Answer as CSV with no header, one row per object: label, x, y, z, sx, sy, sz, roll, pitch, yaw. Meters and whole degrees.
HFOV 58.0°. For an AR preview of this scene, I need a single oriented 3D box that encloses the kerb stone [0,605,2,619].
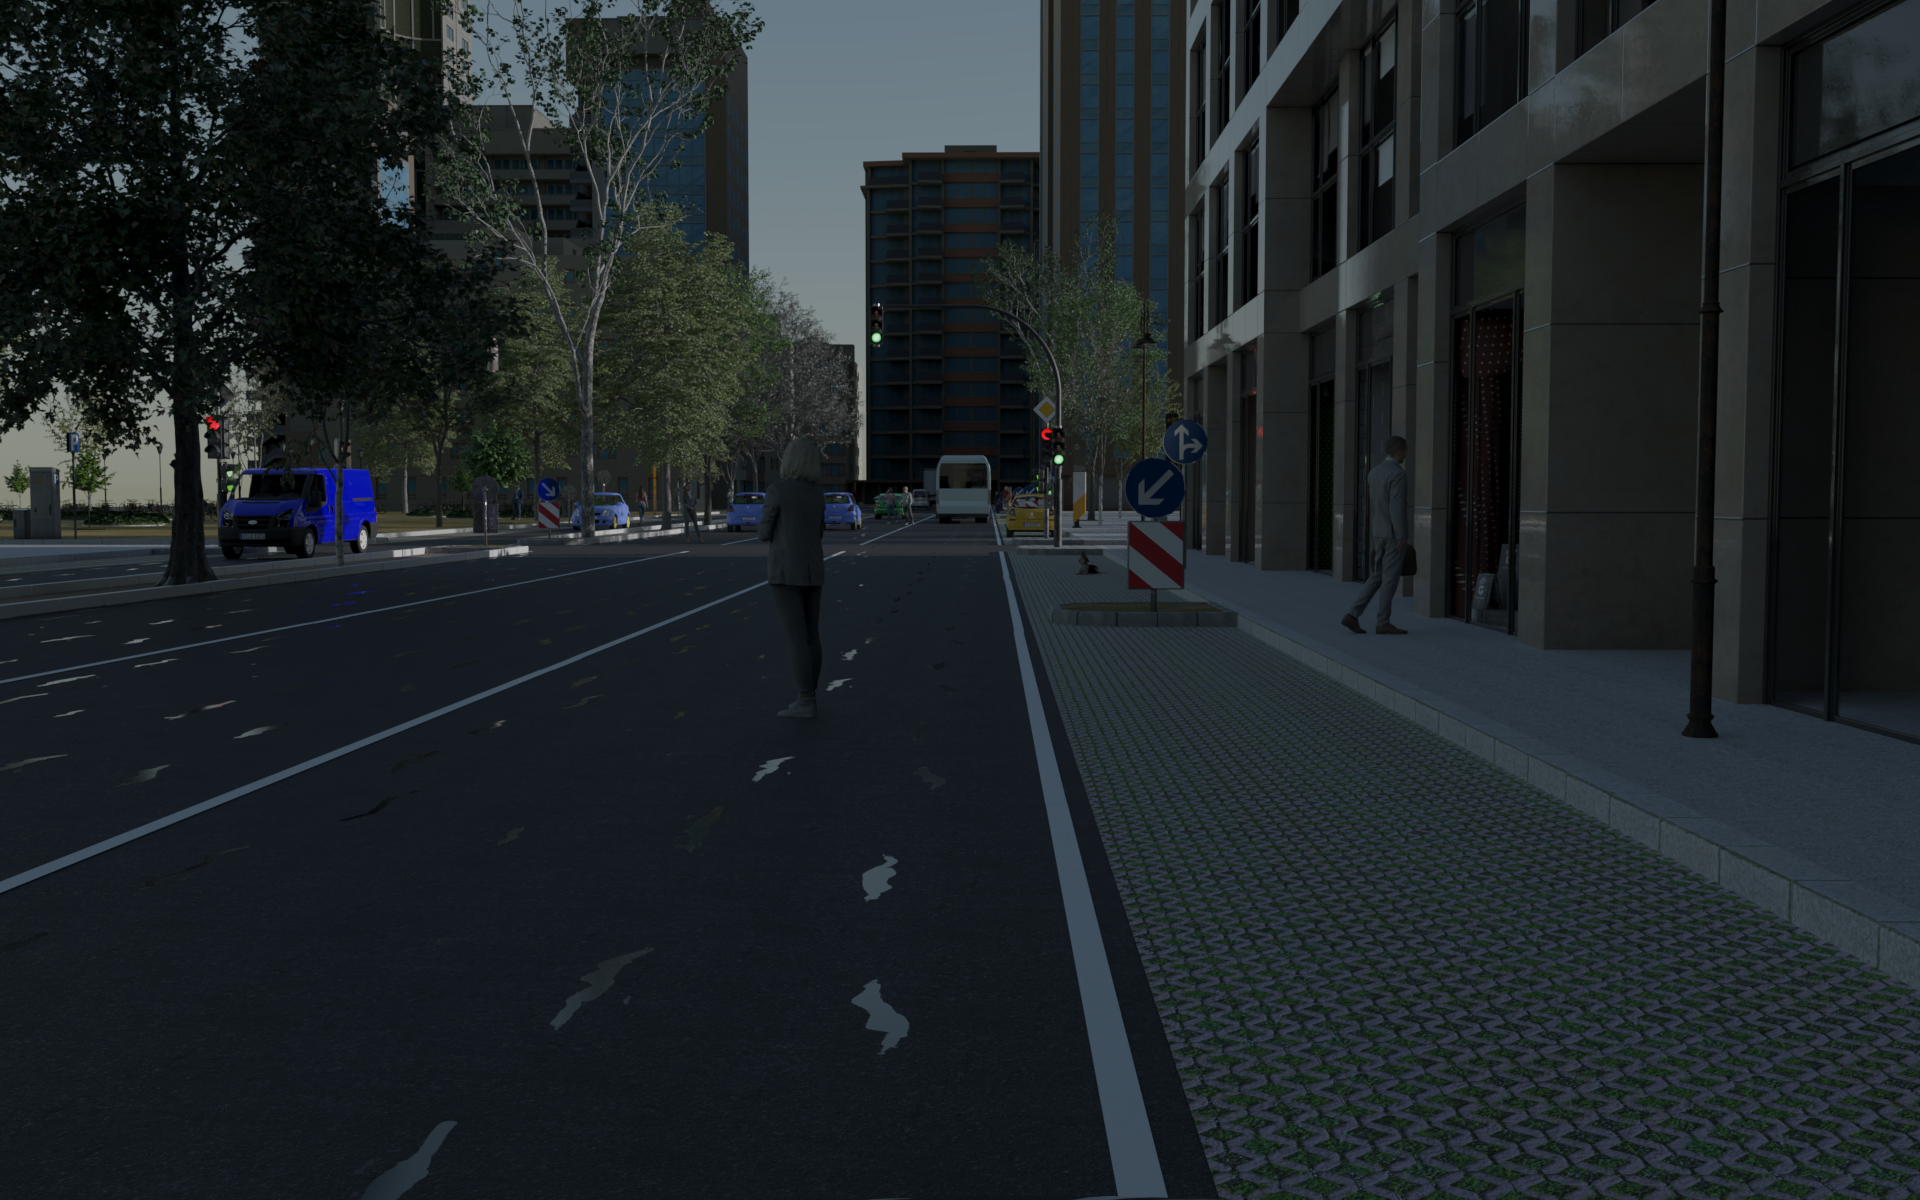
kerb stone,-11.067,0.157,19.636,0.120,0.150,1.000,0,4,1

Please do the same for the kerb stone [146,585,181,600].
kerb stone,-11.007,-0.094,23.733,0.120,0.150,1.000,0,4,1

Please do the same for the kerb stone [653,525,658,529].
kerb stone,-12.356,-2.892,69.485,0.120,0.150,1.000,0,4,1

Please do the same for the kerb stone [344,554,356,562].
kerb stone,-12.902,-0.852,36.121,0.120,0.150,1.000,0,4,1

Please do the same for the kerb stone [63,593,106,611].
kerb stone,-11.042,0.032,21.689,0.120,0.150,1.000,0,4,1

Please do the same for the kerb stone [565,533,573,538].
kerb stone,-12.591,-2.010,55.136,0.120,0.150,1.000,0,4,1

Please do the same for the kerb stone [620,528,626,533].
kerb stone,-12.458,-2.512,63.327,0.120,0.150,1.000,0,4,1

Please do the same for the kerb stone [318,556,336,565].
kerb stone,-12.917,-0.788,35.088,0.120,0.150,1.000,0,4,1

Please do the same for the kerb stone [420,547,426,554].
kerb stone,-12.820,-1.166,41.262,0.120,0.150,1.000,0,4,1

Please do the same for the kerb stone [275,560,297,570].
kerb stone,-12.951,-0.663,33.030,0.120,0.150,1.000,0,4,1

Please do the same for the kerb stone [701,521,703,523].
kerb stone,-12.176,-3.578,80.756,0.120,0.150,1.000,0,4,1

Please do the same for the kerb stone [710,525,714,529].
kerb stone,-10.244,-2.954,70.494,0.120,0.150,1.000,0,4,1

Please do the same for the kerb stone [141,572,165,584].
kerb stone,-13.035,-0.350,27.914,0.120,0.150,1.000,0,4,1

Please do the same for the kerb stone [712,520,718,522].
kerb stone,-12.100,-3.832,84.846,0.120,0.150,1.000,0,4,1

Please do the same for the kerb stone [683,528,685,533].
kerb stone,-10.345,-2.577,64.330,0.120,0.150,1.000,0,4,1

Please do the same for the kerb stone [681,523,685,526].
kerb stone,-12.257,-3.267,75.642,0.120,0.150,1.000,0,4,1

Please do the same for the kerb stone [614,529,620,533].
kerb stone,-12.481,-2.453,62.304,0.120,0.150,1.000,0,4,1

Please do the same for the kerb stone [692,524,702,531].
kerb stone,-10.295,-2.763,67.411,0.120,0.150,1.000,0,4,1

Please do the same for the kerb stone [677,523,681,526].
kerb stone,-12.270,-3.206,74.620,0.120,0.150,1.000,0,4,1

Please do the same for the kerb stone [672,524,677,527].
kerb stone,-12.295,-3.144,73.597,0.120,0.150,1.000,0,4,1

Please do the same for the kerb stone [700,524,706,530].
kerb stone,-10.275,-2.829,68.442,0.120,0.150,1.000,0,4,1

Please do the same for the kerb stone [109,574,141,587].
kerb stone,-13.056,-0.285,26.892,0.120,0.150,1.000,0,4,1

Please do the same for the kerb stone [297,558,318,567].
kerb stone,-12.939,-0.726,34.058,0.120,0.150,1.000,0,4,1

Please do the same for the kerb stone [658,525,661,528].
kerb stone,-12.341,-2.955,70.507,0.120,0.150,1.000,0,4,1

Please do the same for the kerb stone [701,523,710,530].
kerb stone,-10.262,-2.892,69.472,0.120,0.150,1.000,0,4,1

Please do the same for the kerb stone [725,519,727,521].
kerb stone,-12.062,-4.020,87.925,0.120,0.150,1.000,0,4,1

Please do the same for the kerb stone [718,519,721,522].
kerb stone,-12.091,-3.895,85.876,0.120,0.150,1.000,0,4,1

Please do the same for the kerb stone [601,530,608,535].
kerb stone,-12.505,-2.328,60.256,0.120,0.150,1.000,0,4,1

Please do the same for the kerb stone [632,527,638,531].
kerb stone,-12.428,-2.639,65.381,0.120,0.150,1.000,0,4,1

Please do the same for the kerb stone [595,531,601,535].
kerb stone,-12.529,-2.265,59.234,0.120,0.150,1.000,0,4,1

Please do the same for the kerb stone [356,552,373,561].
kerb stone,-12.887,-0.915,37.156,0.120,0.150,1.000,0,4,1

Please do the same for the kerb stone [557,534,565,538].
kerb stone,-12.610,-1.952,54.114,0.120,0.150,1.000,0,4,1

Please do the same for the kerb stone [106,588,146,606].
kerb stone,-11.018,-0.032,22.711,0.120,0.150,1.000,0,4,1

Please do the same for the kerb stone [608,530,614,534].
kerb stone,-12.491,-2.390,61.278,0.120,0.150,1.000,0,4,1

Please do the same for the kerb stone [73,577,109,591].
kerb stone,-13.072,-0.225,25.870,0.120,0.150,1.000,0,4,1

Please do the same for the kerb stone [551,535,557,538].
kerb stone,-12.627,-1.887,53.092,0.120,0.150,1.000,0,4,1

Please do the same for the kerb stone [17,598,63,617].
kerb stone,-11.059,0.094,20.658,0.120,0.150,1.000,0,4,1

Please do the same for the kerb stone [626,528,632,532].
kerb stone,-12.443,-2.579,64.354,0.120,0.150,1.000,0,4,1

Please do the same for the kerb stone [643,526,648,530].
kerb stone,-12.390,-2.765,67.437,0.120,0.150,1.000,0,4,1

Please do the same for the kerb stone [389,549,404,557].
kerb stone,-12.864,-1.041,39.211,0.120,0.150,1.000,0,4,1

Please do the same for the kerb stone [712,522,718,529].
kerb stone,-10.228,-3.017,71.519,0.120,0.150,1.000,0,4,1

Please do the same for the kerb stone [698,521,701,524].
kerb stone,-12.192,-3.519,79.733,0.120,0.150,1.000,0,4,1

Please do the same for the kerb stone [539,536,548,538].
kerb stone,-12.636,-1.827,52.065,0.120,0.150,1.000,0,4,1

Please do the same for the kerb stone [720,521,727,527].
kerb stone,-10.178,-3.204,74.586,0.120,0.150,1.000,0,4,1

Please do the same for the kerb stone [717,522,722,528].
kerb stone,-10.208,-3.079,72.542,0.120,0.150,1.000,0,4,1

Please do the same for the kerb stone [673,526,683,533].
kerb stone,-10.355,-2.514,63.307,0.120,0.150,1.000,0,4,1

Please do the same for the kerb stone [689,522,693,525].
kerb stone,-12.225,-3.387,77.690,0.120,0.150,1.000,0,4,1

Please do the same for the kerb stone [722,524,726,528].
kerb stone,-10.197,-3.136,73.564,0.120,0.150,1.000,0,4,1

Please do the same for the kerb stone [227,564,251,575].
kerb stone,-12.995,-0.532,30.980,0.120,0.150,1.000,0,4,1

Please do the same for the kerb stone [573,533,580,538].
kerb stone,-12.582,-2.078,56.168,0.120,0.150,1.000,0,4,1

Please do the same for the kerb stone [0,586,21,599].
kerb stone,-13.103,-0.099,23.812,0.120,0.150,1.000,0,4,1

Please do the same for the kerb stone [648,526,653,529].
kerb stone,-12.377,-2.830,68.459,0.120,0.150,1.000,0,4,1

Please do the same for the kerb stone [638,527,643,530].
kerb stone,-12.412,-2.704,66.411,0.120,0.150,1.000,0,4,1

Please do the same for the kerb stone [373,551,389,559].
kerb stone,-12.873,-0.978,38.189,0.120,0.150,1.000,0,4,1

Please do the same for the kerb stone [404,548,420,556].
kerb stone,-12.833,-1.102,40.240,0.120,0.150,1.000,0,4,1

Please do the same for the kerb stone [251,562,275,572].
kerb stone,-12.975,-0.596,32.004,0.120,0.150,1.000,0,4,1

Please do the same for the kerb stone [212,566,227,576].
kerb stone,-13.013,-0.475,29.958,0.120,0.150,1.000,0,4,1

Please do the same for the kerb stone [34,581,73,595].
kerb stone,-13.087,-0.162,24.843,0.120,0.150,1.000,0,4,1

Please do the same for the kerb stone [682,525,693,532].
kerb stone,-10.330,-2.640,65.352,0.120,0.150,1.000,0,4,1

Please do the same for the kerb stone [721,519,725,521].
kerb stone,-12.078,-3.957,86.898,0.120,0.150,1.000,0,4,1
